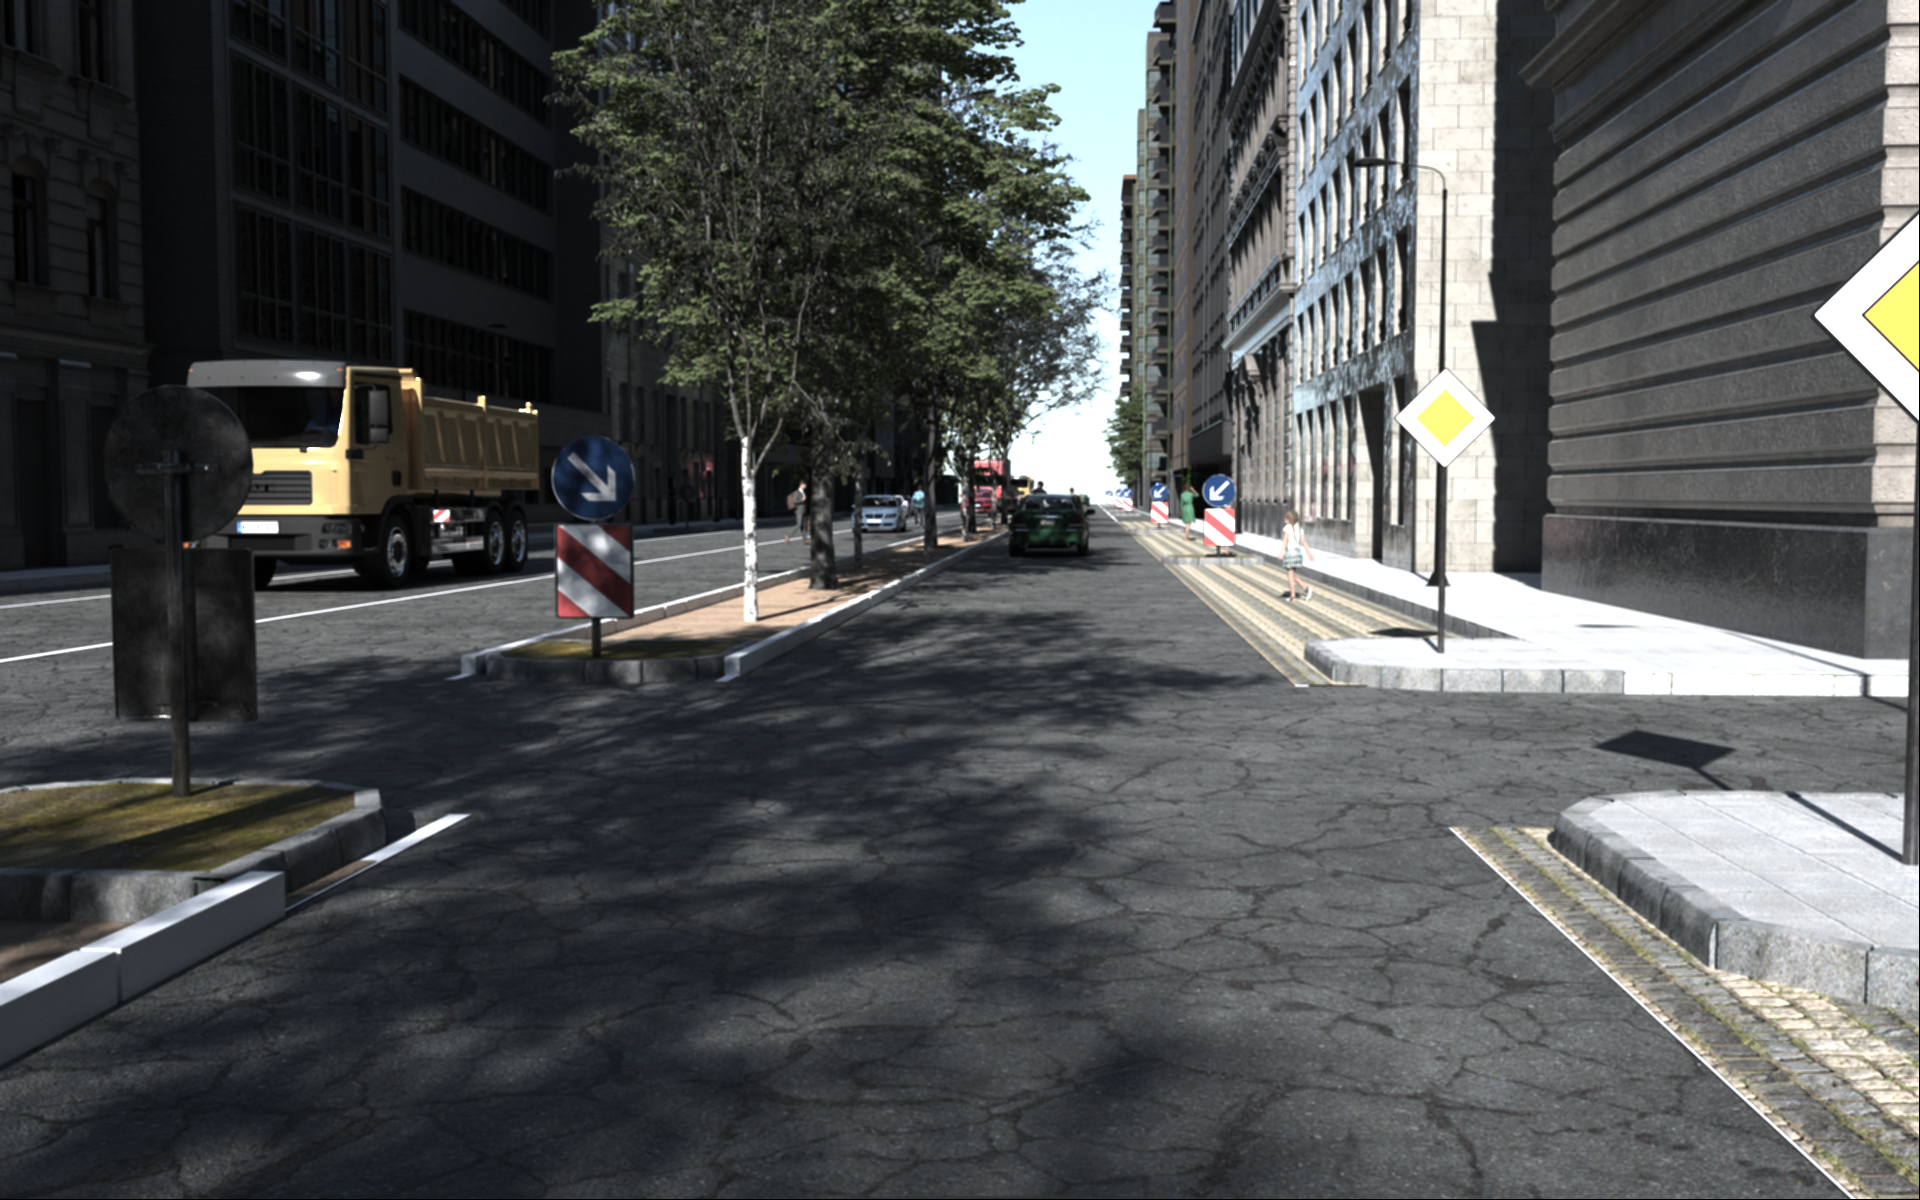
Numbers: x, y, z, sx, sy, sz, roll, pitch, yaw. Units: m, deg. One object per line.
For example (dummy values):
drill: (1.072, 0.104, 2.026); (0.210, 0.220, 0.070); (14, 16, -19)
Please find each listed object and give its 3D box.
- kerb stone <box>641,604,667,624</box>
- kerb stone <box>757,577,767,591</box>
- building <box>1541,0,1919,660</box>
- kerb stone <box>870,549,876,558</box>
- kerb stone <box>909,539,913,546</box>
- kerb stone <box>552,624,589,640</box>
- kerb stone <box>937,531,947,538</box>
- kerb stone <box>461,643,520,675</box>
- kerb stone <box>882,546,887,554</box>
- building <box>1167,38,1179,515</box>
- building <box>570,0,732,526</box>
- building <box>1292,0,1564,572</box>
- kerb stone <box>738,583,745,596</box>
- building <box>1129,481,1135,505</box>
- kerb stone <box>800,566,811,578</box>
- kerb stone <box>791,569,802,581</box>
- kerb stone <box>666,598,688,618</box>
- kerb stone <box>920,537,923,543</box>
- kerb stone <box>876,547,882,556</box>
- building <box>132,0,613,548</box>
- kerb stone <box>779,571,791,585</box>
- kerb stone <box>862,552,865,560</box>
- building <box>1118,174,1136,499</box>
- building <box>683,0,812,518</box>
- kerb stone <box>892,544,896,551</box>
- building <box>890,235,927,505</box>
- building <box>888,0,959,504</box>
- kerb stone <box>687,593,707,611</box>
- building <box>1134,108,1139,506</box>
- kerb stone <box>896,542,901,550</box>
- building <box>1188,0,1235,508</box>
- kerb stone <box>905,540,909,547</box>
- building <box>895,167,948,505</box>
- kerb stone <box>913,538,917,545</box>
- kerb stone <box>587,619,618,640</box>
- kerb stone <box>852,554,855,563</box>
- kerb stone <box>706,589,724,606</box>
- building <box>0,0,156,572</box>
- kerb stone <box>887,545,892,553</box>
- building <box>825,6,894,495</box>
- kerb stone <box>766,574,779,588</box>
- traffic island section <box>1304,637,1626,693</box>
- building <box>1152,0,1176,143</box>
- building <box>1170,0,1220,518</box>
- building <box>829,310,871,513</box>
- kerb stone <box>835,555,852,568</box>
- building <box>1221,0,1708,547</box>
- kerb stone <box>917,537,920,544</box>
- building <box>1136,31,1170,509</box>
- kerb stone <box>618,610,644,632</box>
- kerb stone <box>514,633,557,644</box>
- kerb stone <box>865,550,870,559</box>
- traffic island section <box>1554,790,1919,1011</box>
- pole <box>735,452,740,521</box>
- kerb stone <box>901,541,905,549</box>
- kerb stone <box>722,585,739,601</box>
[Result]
kerb stone: (-3.481, 0.175, 19.329); (0.120, 0.150, 1.000); (0, 4, 4)
kerb stone: (-3.022, -0.201, 25.478); (0.120, 0.150, 1.000); (0, 4, 4)
building: (16.576, -11.495, 16.822); (19.941, 23.489, 11.050); (0, 4, 4)
kerb stone: (-2.060, -1.014, 38.778); (0.120, 0.150, 1.000); (0, 4, 4)
kerb stone: (-1.449, -1.514, 46.957); (0.120, 0.150, 1.000); (0, 4, 4)
kerb stone: (-3.704, 0.364, 16.242); (0.120, 0.150, 1.000); (0, 4, 4)
kerb stone: (-0.633, -2.202, 58.198); (0.120, 0.150, 1.000); (0, 4, 4)
kerb stone: (-3.852, 0.489, 14.198); (0.120, 0.150, 1.000); (0, 4, 4)
kerb stone: (-1.906, -1.140, 40.834); (0.120, 0.150, 1.000); (0, 4, 4)
building: (20.592, -20.892, 113.280); (14.160, 30.474, 14.107); (0, 4, 4)
building: (-18.335, -17.054, 76.099); (12.463, 27.353, 25.104); (0, 4, 4)
building: (13.212, -11.077, 35.855); (10.420, 20.320, 16.860); (0, 4, 4)
kerb stone: (-3.101, -0.138, 24.452); (0.120, 0.150, 1.000); (0, 4, 4)
building: (36.433, -31.384, 205.013); (32.217, 40.220, 23.993); (0, 4, 4)
kerb stone: (-2.724, -0.451, 29.573); (0.120, 0.150, 1.000); (0, 4, 4)
kerb stone: (-2.795, -0.389, 28.553); (0.120, 0.150, 1.000); (0, 4, 4)
kerb stone: (-3.395, 0.115, 20.353); (0.120, 0.150, 1.000); (0, 4, 4)
kerb stone: (-1.238, -1.702, 50.031); (0.120, 0.150, 1.000); (0, 4, 4)
kerb stone: (-1.978, -1.075, 39.796); (0.120, 0.150, 1.000); (0, 4, 4)
building: (-20.630, -14.004, 48.033); (14.314, 24.678, 30.058); (0, 4, 4)
kerb stone: (-2.877, -0.326, 27.535); (0.120, 0.150, 1.000); (0, 4, 4)
kerb stone: (-2.199, -0.889, 36.723); (0.120, 0.150, 1.000); (0, 4, 4)
building: (32.497, -35.328, 232.229); (22.147, 44.769, 28.867); (0, 4, 4)
building: (-20.119, -29.200, 101.114); (21.300, 48.544, 21.600); (0, 4, 4)
kerb stone: (-1.757, -1.265, 42.875); (0.120, 0.150, 1.000); (0, 4, 4)
building: (-10.821, -25.034, 181.005); (14.160, 30.474, 14.107); (0, 4, 4)
building: (-10.694, -48.258, 227.271); (20.563, 71.187, 20.611); (0, 4, 4)
kerb stone: (-3.320, 0.050, 21.382); (0.120, 0.150, 1.000); (0, 4, 4)
building: (25.903, -30.757, 186.476); (14.154, 41.232, 14.086); (0, 4, 4)
kerb stone: (-1.680, -1.327, 43.894); (0.120, 0.150, 1.000); (0, 4, 4)
building: (17.955, -17.287, 76.149); (14.314, 27.812, 24.014); (0, 4, 4)
kerb stone: (-1.534, -1.452, 45.933); (0.120, 0.150, 1.000); (0, 4, 4)
building: (-13.000, -33.541, 203.018); (22.147, 44.769, 28.867); (0, 4, 4)
kerb stone: (-1.375, -1.578, 47.989); (0.120, 0.150, 1.000); (0, 4, 4)
kerb stone: (-3.631, 0.301, 17.270); (0.120, 0.150, 1.000); (0, 4, 4)
kerb stone: (-2.276, -0.826, 35.703); (0.120, 0.150, 1.000); (0, 4, 4)
kerb stone: (-3.253, -0.011, 22.409); (0.120, 0.150, 1.000); (0, 4, 4)
building: (-20.700, -10.692, 23.969); (9.793, 20.994, 18.267); (0, 4, 4)
kerb stone: (-1.828, -1.202, 41.856); (0.120, 0.150, 1.000); (0, 4, 4)
building: (-13.279, -30.424, 147.550); (14.600, 45.320, 14.200); (0, 4, 4)
kerb stone: (-2.958, -0.264, 26.506); (0.120, 0.150, 1.000); (0, 4, 4)
traffic island section: (3.898, 0.508, 13.980); (2.009, 0.180, 2.903); (0, 4, 4)
building: (26.116, -29.316, 133.946); (22.147, 44.769, 28.867); (0, 4, 4)
building: (19.582, -27.439, 98.735); (14.600, 45.320, 14.200); (0, 4, 4)
building: (-22.137, -17.267, 127.355); (27.650, 21.520, 28.899); (0, 4, 4)
kerb stone: (-2.350, -0.764, 34.683); (0.120, 0.150, 1.000); (0, 4, 4)
building: (14.179, -13.802, 54.537); (11.050, 23.489, 19.941); (0, 4, 4)
kerb stone: (-1.309, -1.640, 49.011); (0.120, 0.150, 1.000); (0, 4, 4)
building: (23.643, -28.933, 156.654); (14.154, 41.232, 14.086); (0, 4, 4)
kerb stone: (-3.554, 0.238, 18.306); (0.120, 0.150, 1.000); (0, 4, 4)
kerb stone: (-3.773, 0.427, 15.221); (0.120, 0.150, 1.000); (0, 4, 4)
kerb stone: (-2.131, -0.951, 37.749); (0.120, 0.150, 1.000); (0, 4, 4)
traffic island section: (3.316, 0.995, 6.016); (2.009, 0.180, 2.903); (0, 4, 4)
pole: (-10.732, -5.486, 83.545); (0.158, 3.312, 0.155); (0, 3, 0)
kerb stone: (-1.612, -1.389, 44.914); (0.120, 0.150, 1.000); (0, 4, 4)
kerb stone: (-3.177, -0.075, 23.428); (0.120, 0.150, 1.000); (0, 4, 4)
